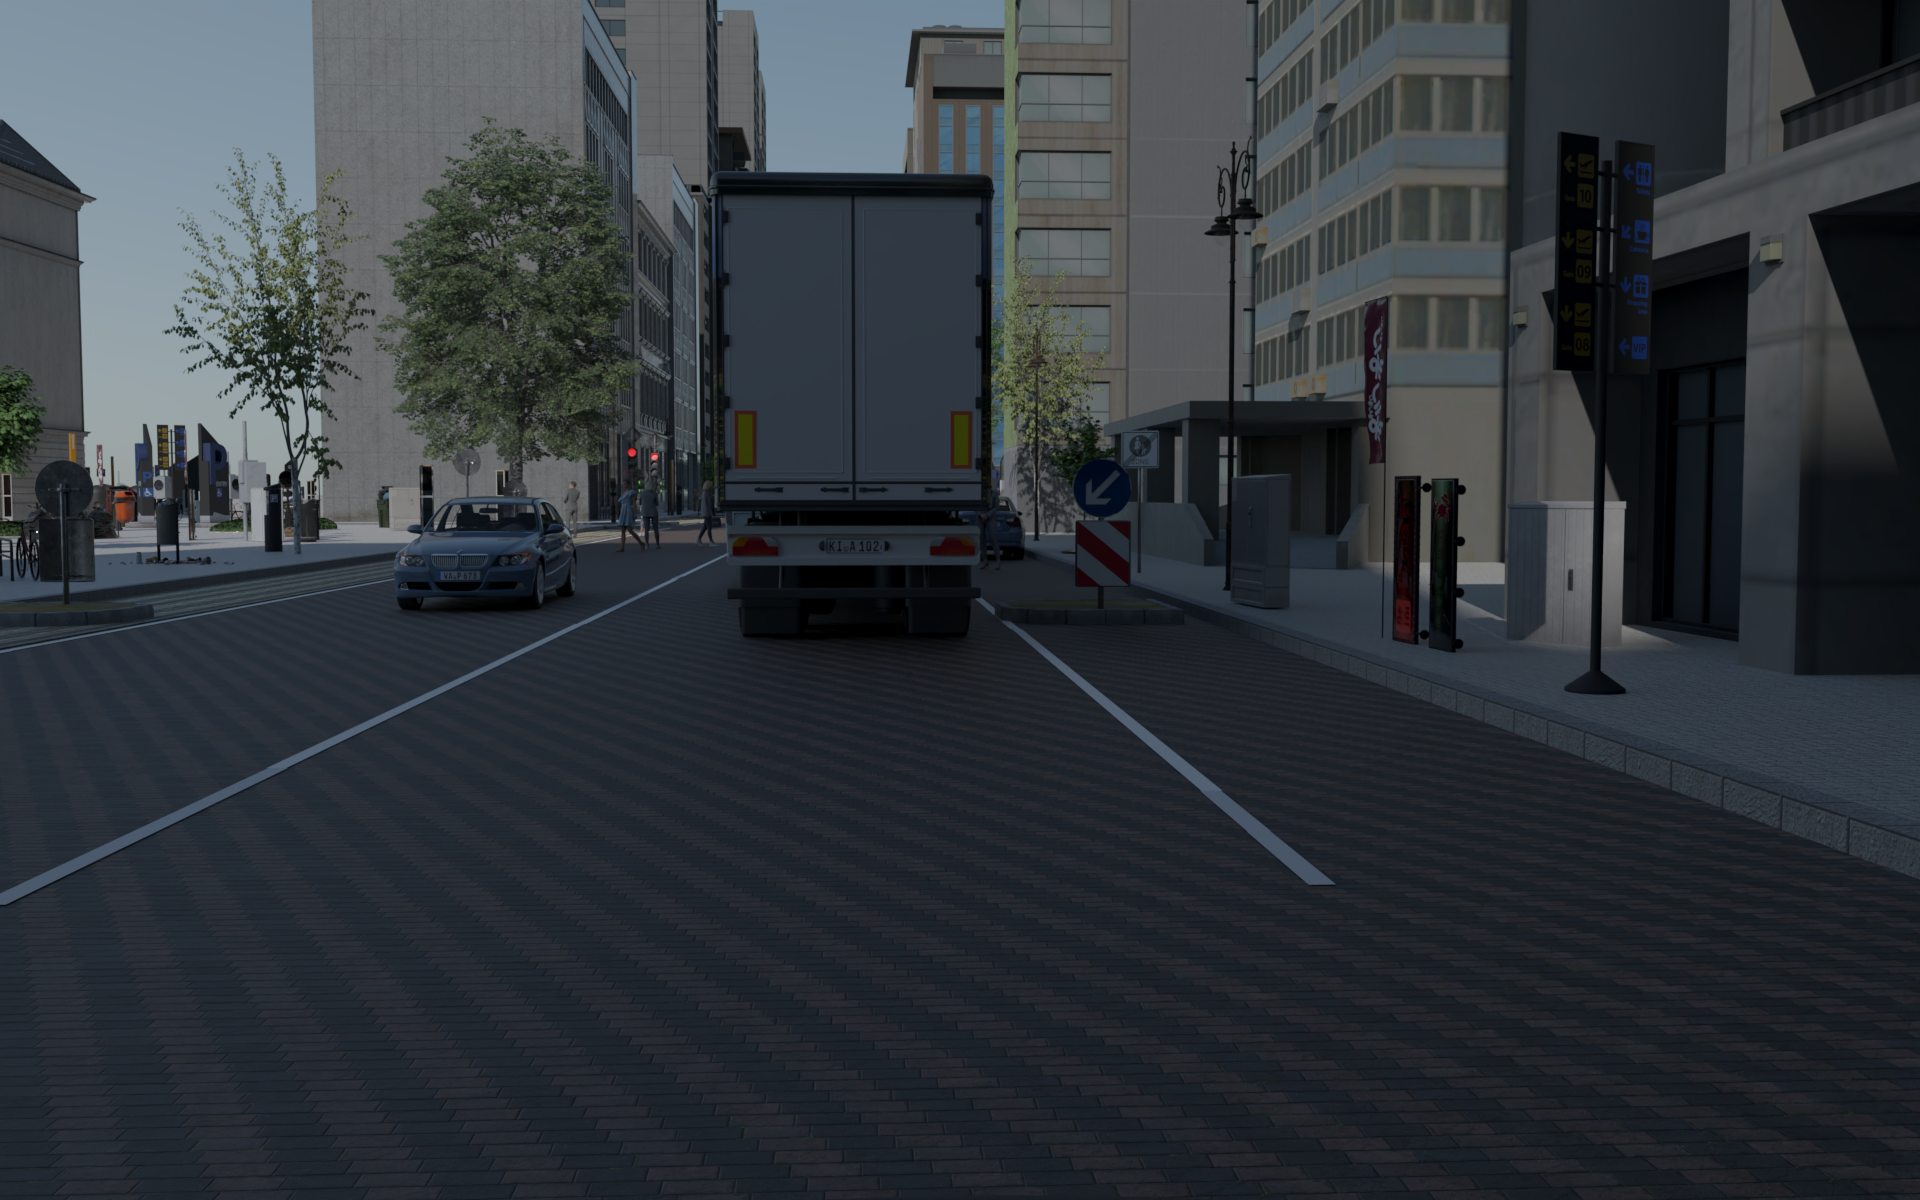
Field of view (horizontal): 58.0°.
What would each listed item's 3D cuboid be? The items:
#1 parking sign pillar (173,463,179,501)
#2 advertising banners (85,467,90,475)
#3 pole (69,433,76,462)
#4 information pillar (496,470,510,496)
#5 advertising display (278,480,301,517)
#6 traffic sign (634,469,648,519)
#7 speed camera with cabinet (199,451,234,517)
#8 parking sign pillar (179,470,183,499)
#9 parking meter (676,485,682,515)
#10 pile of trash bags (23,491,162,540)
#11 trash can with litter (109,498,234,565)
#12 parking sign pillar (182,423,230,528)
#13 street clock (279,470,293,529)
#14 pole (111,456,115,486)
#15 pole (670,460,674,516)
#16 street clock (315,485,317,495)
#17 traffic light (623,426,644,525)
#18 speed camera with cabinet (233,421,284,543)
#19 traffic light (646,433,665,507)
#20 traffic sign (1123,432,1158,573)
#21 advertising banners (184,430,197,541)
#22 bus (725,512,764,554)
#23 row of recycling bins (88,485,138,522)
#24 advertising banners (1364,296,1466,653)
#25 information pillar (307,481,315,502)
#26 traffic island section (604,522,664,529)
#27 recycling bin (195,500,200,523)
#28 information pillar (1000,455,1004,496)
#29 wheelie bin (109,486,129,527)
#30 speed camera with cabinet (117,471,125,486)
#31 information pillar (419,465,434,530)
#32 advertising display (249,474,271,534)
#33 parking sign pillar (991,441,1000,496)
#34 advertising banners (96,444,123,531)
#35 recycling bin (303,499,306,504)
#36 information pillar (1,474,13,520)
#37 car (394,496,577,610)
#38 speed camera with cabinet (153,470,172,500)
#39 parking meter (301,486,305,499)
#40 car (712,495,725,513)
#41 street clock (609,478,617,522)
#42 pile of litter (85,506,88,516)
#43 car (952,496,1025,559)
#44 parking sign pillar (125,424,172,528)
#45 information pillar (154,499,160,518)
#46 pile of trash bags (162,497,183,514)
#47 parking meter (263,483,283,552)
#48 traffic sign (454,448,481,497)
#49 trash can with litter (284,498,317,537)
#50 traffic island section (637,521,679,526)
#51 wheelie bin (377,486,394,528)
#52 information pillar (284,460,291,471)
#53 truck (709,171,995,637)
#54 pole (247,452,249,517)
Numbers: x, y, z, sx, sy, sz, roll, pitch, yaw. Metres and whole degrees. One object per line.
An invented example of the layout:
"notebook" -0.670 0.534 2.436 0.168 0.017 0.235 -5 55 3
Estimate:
"parking sign pillar" -54.127 -8.020 119.592 1.447 3.967 1.447 2 4 27
"advertising banners" -55.594 -7.077 111.900 2.074 3.025 0.090 -1 4 -17
"pole" -29.838 -3.942 58.289 0.158 3.312 0.155 0 3 0
"information pillar" -13.926 -2.954 52.783 0.304 2.012 0.304 1 4 16
"advertising display" -30.634 -4.523 79.168 0.974 1.923 0.123 0 4 -4
"traffic sign" -16.163 -5.353 87.628 0.768 2.556 0.104 0 4 -2
"speed camera with cabinet" -34.047 -5.221 79.705 0.660 3.252 2.038 1 4 22
"parking sign pillar" -45.885 -7.072 104.094 1.447 3.967 1.447 -1 4 -18
"parking meter" -17.211 -6.140 106.097 0.255 1.863 0.399 -2 4 -26
"pile of trash bags" -25.111 -2.453 49.851 1.912 1.369 3.447 1 4 17
"trash can with litter" -14.369 -1.269 31.810 2.233 1.210 1.678 2 4 26
"parking sign pillar" -28.605 -4.768 66.425 1.447 3.967 1.447 1 4 11
"street clock" -20.627 -2.971 53.152 0.471 2.002 0.358 -1 4 -11
"pole" -45.607 -6.080 93.257 0.158 3.312 0.155 0 3 0
"pole" -17.137 -6.676 103.004 0.158 3.312 0.155 0 3 0
"street clock" -53.315 -8.471 143.067 0.358 2.002 0.471 0 4 6
"traffic light" -13.422 -5.034 71.219 0.839 4.253 0.868 0 4 -3
"speed camera with cabinet" -18.777 -3.191 46.504 0.660 3.252 2.038 -3 4 -38
"traffic light" -13.911 -5.521 79.189 0.839 4.253 0.868 0 4 -3
"traffic sign" 2.908 -1.585 28.046 0.606 2.300 0.079 0 4 -2
"advertising banners" -21.307 -3.163 47.904 0.090 3.025 2.074 -1 4 -18
"bus" -2.647 -2.343 33.166 2.948 3.499 13.247 0 4 -3
"row of recycling bins" -38.411 -4.393 78.933 1.069 1.692 3.534 1 4 11
"advertising banners" 3.849 -1.141 14.842 0.090 3.025 2.074 -1 4 -8
"information pillar" -35.279 -5.484 94.154 0.304 2.012 0.304 1 4 19
"traffic island section" -13.462 -3.001 71.351 2.009 0.180 2.903 0 4 -3
"recycling bin" -30.418 -3.517 70.058 0.722 1.027 0.722 1 4 9
"information pillar" 2.529 -6.825 102.938 0.183 3.616 0.504 2 4 26
"wheelie bin" -32.602 -3.625 67.182 0.980 1.594 0.693 -1 4 -18
"speed camera with cabinet" -70.444 -9.256 145.671 0.660 3.252 2.038 -2 4 -33
"information pillar" -13.360 -2.380 43.402 0.304 2.012 0.304 -2 4 -25
"advertising display" -22.283 -3.053 55.130 0.974 1.923 0.123 2 4 31
"parking sign pillar" 1.399 -6.003 86.618 1.447 3.967 1.447 0 4 1
"advertising banners" -29.839 -3.948 60.736 2.074 3.025 0.090 3 5 44
"recycling bin" -37.332 -5.260 98.551 0.722 1.027 0.722 0 4 3
"information pillar" -34.635 -3.576 62.954 0.304 2.012 0.304 -2 4 -35
"car" -6.207 -0.676 23.063 2.014 1.417 4.499 0 4 -4
"speed camera with cabinet" -40.855 -5.690 87.374 2.038 3.252 0.660 1 4 12
"parking meter" -50.115 -7.712 131.796 0.399 1.863 0.255 1 4 10
"car" -15.951 -6.333 115.548 2.014 1.417 4.499 0 4 -5
"street clock" -15.666 -4.505 78.222 0.358 2.002 0.471 -1 4 -17
"pile of litter" -41.743 -4.259 83.596 1.176 0.858 1.719 1 4 20
"car" 0.469 -1.673 39.349 2.014 1.417 4.499 0 4 -3
"parking sign pillar" -30.967 -4.729 65.787 1.447 3.967 1.447 -2 4 -33
"information pillar" -41.821 -5.232 90.032 0.304 2.012 0.304 0 3 0
"pile of trash bags" -51.296 -6.192 110.996 3.447 1.369 1.912 1 4 12
"parking meter" -15.294 -1.844 38.554 0.372 1.533 0.369 0 3 0
"traffic sign" -13.744 -2.949 48.319 0.768 2.556 0.104 0 4 3
"trash can with litter" -19.649 -2.457 51.554 1.055 1.170 0.624 -1 4 -16
"traffic island section" -13.952 -3.489 79.321 2.009 0.180 2.903 0 4 -3
"wheelie bin" -21.743 -3.543 65.841 0.980 1.594 0.693 2 4 33
"information pillar" -44.435 -7.541 114.651 0.504 3.616 0.183 -3 4 -36
"truck" -1.251 -1.946 20.731 2.839 4.237 11.283 0 4 -3
"pole" -34.624 -5.514 84.002 0.158 3.312 0.155 0 3 0
